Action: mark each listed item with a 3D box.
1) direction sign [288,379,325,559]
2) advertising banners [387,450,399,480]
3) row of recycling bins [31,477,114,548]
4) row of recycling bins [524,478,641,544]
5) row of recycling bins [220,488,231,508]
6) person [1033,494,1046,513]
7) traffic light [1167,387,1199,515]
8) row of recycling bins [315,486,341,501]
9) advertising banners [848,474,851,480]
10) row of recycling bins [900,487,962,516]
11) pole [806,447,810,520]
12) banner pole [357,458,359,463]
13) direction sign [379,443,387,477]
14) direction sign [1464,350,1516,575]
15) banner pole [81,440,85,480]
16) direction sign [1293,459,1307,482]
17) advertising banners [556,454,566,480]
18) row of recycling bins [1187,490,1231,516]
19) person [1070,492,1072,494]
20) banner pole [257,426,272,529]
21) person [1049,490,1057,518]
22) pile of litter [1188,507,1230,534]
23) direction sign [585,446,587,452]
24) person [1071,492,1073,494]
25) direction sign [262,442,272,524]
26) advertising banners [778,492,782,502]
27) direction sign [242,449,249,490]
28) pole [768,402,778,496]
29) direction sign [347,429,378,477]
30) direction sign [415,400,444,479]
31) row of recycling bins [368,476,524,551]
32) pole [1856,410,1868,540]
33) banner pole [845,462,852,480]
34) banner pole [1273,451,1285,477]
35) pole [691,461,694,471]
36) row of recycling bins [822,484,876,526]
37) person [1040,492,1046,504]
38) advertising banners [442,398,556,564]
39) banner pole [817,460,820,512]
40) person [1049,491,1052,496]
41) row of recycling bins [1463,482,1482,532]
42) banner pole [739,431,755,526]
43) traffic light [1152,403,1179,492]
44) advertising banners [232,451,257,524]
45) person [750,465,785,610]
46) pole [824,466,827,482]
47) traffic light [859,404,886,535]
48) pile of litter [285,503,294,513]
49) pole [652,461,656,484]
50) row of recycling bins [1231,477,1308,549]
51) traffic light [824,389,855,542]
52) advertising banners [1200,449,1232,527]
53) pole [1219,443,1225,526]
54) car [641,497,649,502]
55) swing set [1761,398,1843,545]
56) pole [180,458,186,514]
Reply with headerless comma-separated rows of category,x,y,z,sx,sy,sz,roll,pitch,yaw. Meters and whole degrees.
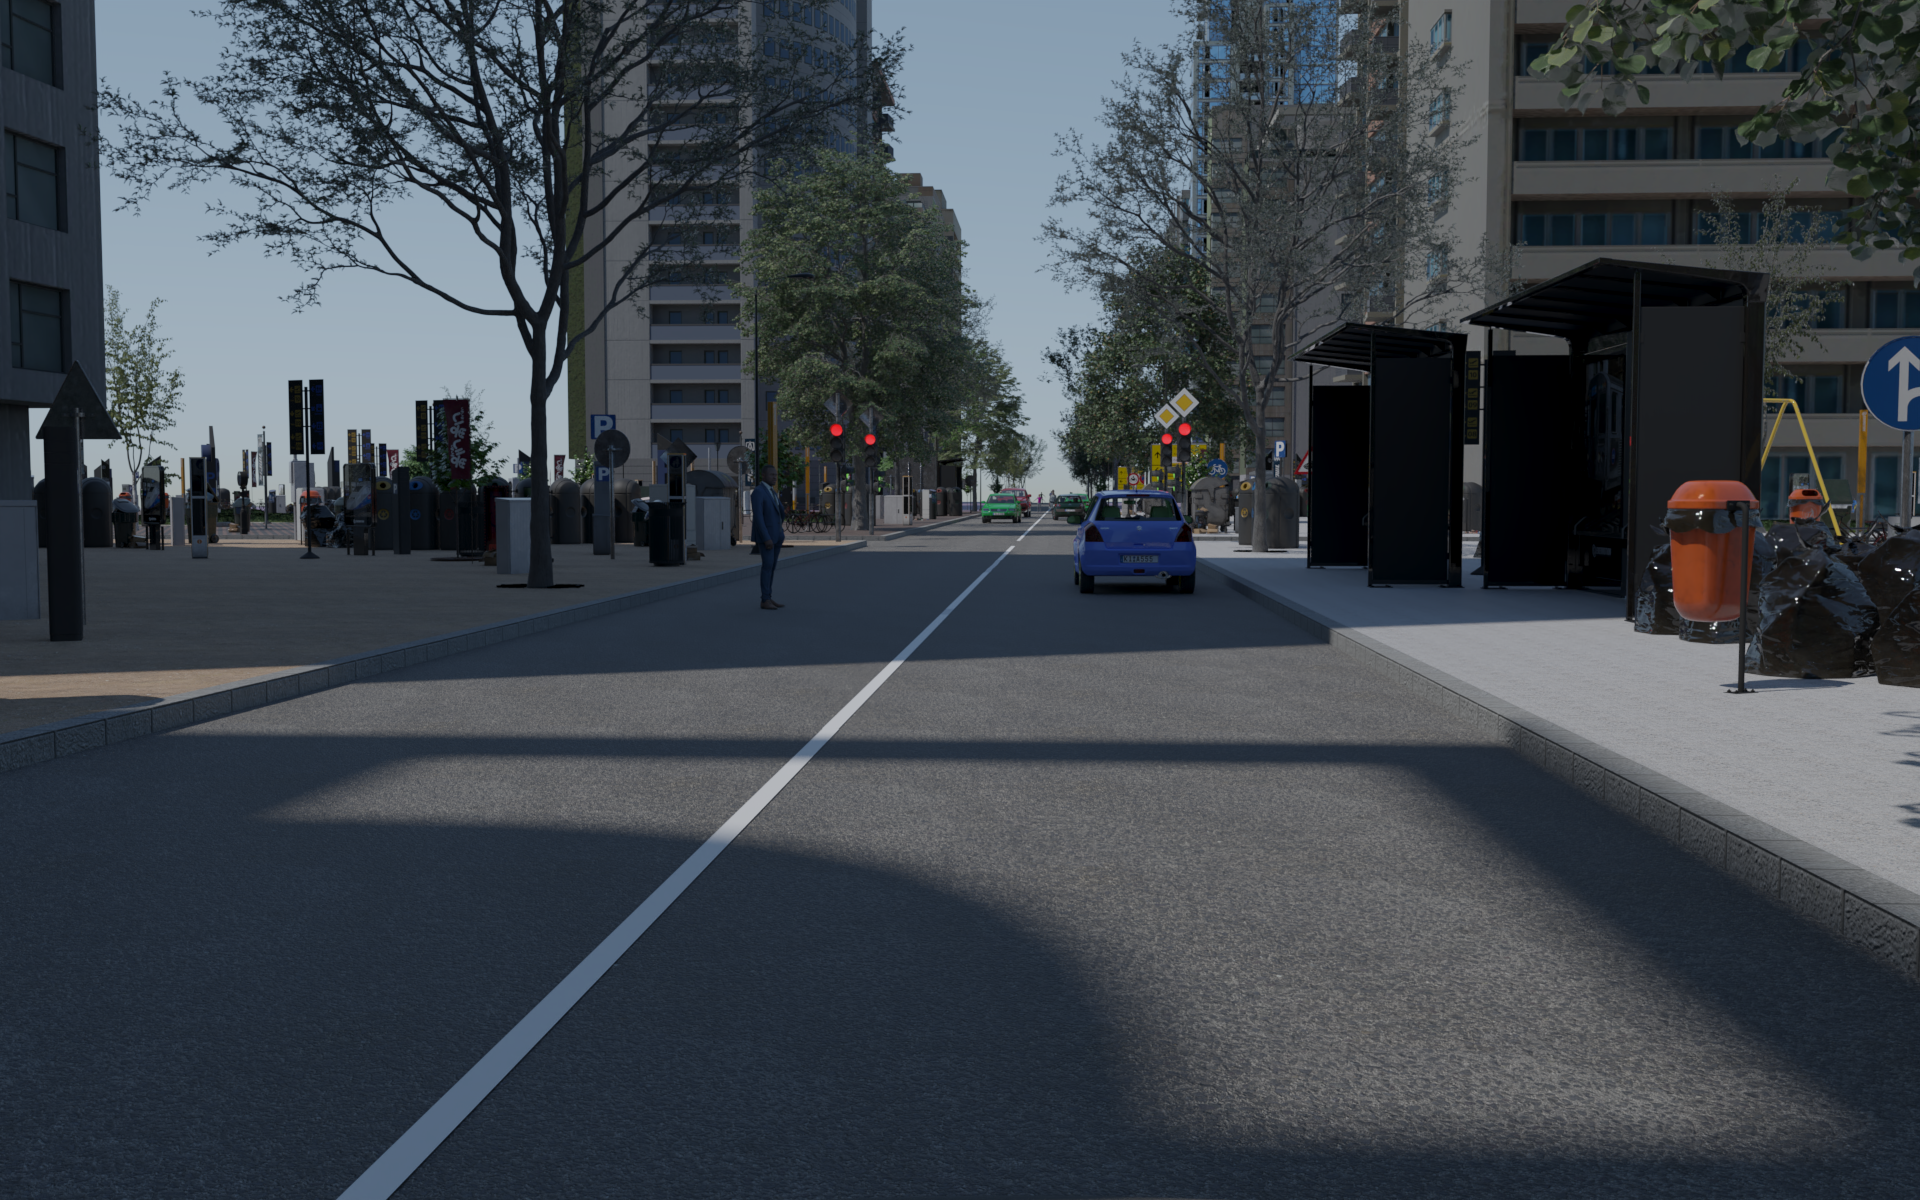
direction sign,-12.925,-2.589,34.322,0.876,3.537,0.379,1,4,23
advertising banners,-21.322,-4.352,67.340,2.074,3.025,0.090,1,4,12
row of recycling bins,-22.219,-2.115,41.697,3.534,1.692,1.069,0,4,-2
row of recycling bins,-9.814,-2.305,44.793,3.534,1.692,1.069,-3,5,-43
row of recycling bins,-51.022,-6.880,119.598,1.069,1.692,3.534,-2,4,-31
person,6.135,-7.483,134.072,0.991,1.433,0.599,1,4,10
traffic light,5.900,-3.480,45.821,0.839,4.253,0.868,0,4,3
row of recycling bins,-46.649,-7.278,126.102,3.534,1.692,1.069,1,4,12
advertising banners,-8.068,-7.203,113.963,2.074,3.025,0.090,1,4,20
row of recycling bins,-1.588,-5.753,101.179,3.534,1.692,1.069,1,4,10
pole,-6.160,-4.662,70.070,0.158,3.312,0.155,0,3,0
banner pole,-41.791,-8.006,120.908,0.401,3.779,0.863,2,4,34
direction sign,-25.894,-5.197,76.974,0.876,3.537,0.379,-3,4,-36
direction sign,8.305,-2.166,27.405,0.876,3.537,0.379,1,4,10
banner pole,-29.474,-4.131,57.556,0.401,3.779,0.863,2,4,34
direction sign,21.972,-7.343,112.050,0.876,3.537,0.379,1,4,13
advertising banners,-18.398,-4.899,76.282,2.074,3.025,0.090,-1,4,-17
row of recycling bins,15.177,-5.844,102.667,3.534,1.692,1.069,0,4,-6
person,16.065,-14.801,251.169,0.621,1.740,0.551,-2,4,-34
banner pole,-25.578,-4.496,63.519,0.401,3.779,0.863,-3,5,-43
person,5.600,-5.789,104.158,0.512,1.701,0.522,1,4,18
pile of litter,7.879,-2.572,56.017,1.719,0.858,1.176,1,4,15
direction sign,-17.646,-5.495,81.833,0.379,3.537,0.876,0,4,-6
person,16.936,-15.495,262.624,1.217,1.735,0.721,-2,4,-24
direction sign,-30.033,-5.076,74.989,0.379,3.537,0.876,1,4,11
advertising banners,-4.968,-3.081,46.561,0.090,3.025,2.074,-1,4,-13
direction sign,-36.203,-5.862,87.833,0.379,3.537,0.876,-3,5,-40
pole,-4.142,-2.721,38.325,0.158,3.312,0.155,0,3,0
direction sign,-20.940,-4.187,60.454,0.876,3.537,0.379,1,4,10
direction sign,-12.737,-3.043,41.755,0.876,3.537,0.379,1,4,22
row of recycling bins,-11.972,-1.996,39.744,3.534,1.692,1.069,0,4,6
pole,21.873,-2.946,42.009,0.158,3.312,0.155,0,3,0
banner pole,-7.402,-7.804,117.606,0.863,3.779,0.401,-1,4,-23
banner pole,16.468,-6.066,89.189,0.863,3.779,0.401,3,5,45
pole,-15.501,-6.520,100.452,0.158,3.312,0.155,0,3,0
row of recycling bins,-4.499,-3.872,70.424,1.069,1.692,3.534,-2,4,-32
person,11.779,-14.755,250.463,1.217,1.735,0.721,0,4,7
advertising banners,-8.418,-2.162,31.539,2.074,3.025,0.090,1,4,9
banner pole,-10.168,-8.282,125.422,0.401,3.779,0.863,0,4,-5
person,12.423,-13.861,234.993,0.709,1.838,0.599,-2,4,-31
row of recycling bins,17.524,-3.281,60.765,1.069,1.692,3.534,0,4,-1
banner pole,-8.468,-4.815,68.742,0.863,3.779,0.401,1,4,15
traffic light,6.384,-3.968,53.791,0.839,4.253,0.868,0,4,3
advertising banners,-28.846,-4.511,69.948,0.090,3.025,2.074,0,4,5
person,-2.420,-0.801,21.785,0.419,1.800,0.721,1,4,9
pole,-9.889,-8.177,127.539,0.158,3.312,0.155,0,3,0
traffic light,-2.762,-4.000,54.328,0.839,4.253,0.868,0,4,3
pile of litter,-32.193,-4.197,82.583,1.176,0.858,1.719,1,4,21
pole,-18.864,-6.911,106.838,0.158,3.312,0.155,0,3,0
row of recycling bins,7.543,-2.145,42.180,1.069,1.692,3.534,0,4,-2
traffic light,-3.245,-3.513,46.358,0.839,4.253,0.868,0,4,3
advertising banners,10.022,-4.384,67.872,0.090,3.025,2.074,3,5,44
pole,10.578,-4.649,69.862,0.158,3.312,0.155,0,3,0
car,-8.971,-2.310,50.123,4.827,1.381,2.083,0,4,4
swing set,12.438,-1.870,28.191,3.119,2.851,2.862,-1,4,-18
pole,-43.831,-6.354,97.729,0.158,3.312,0.155,0,3,0
